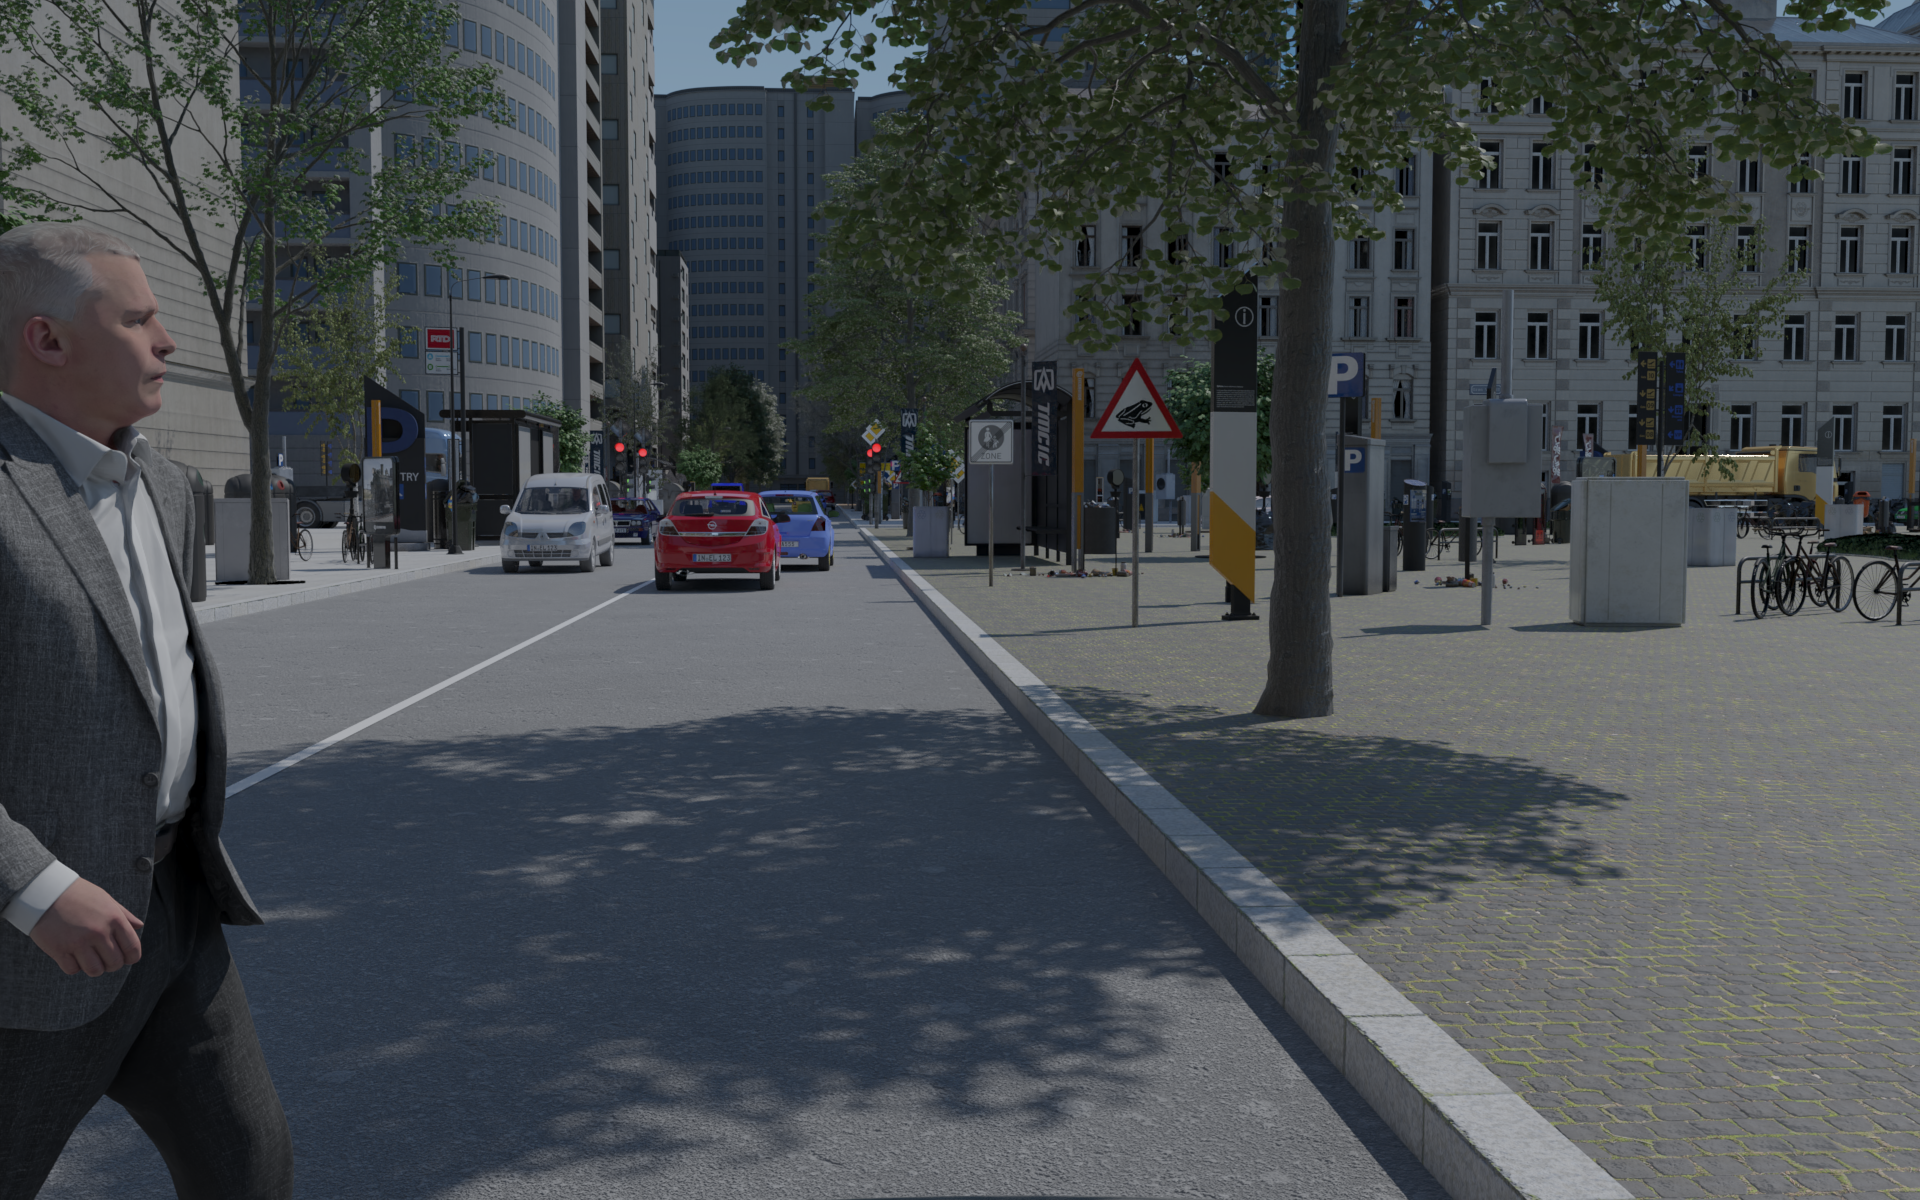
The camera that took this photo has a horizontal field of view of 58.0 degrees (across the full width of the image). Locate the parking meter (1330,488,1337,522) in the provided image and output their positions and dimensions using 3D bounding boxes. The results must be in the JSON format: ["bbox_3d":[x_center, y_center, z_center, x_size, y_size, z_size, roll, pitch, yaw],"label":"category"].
[{"bbox_3d":[13.111,-3.190,60.574,0.372,1.533,0.369,0,3,0],"label":"parking meter"}]

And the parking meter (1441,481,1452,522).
[{"bbox_3d":[21.450,-4.323,76.389,0.255,1.863,0.399,-2,4,-27],"label":"parking meter"}]

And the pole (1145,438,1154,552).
[{"bbox_3d":[4.162,-2.704,38.046,0.158,3.312,0.155,0,3,0],"label":"pole"}]

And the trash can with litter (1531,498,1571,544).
[{"bbox_3d":[15.378,-2.045,44.819,1.055,1.170,0.624,0,4,-5],"label":"trash can with litter"}]

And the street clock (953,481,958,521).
[{"bbox_3d":[-0.348,-4.787,82.837,0.471,2.002,0.358,-3,4,-37],"label":"street clock"}]

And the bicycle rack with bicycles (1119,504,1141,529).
[{"bbox_3d":[5.162,-3.069,63.556,2.925,0.926,2.852,-3,5,-45],"label":"bicycle rack with bicycles"}]

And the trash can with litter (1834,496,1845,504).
[{"bbox_3d":[64.221,-6.925,124.284,2.233,1.210,1.678,-1,4,-17],"label":"trash can with litter"}]

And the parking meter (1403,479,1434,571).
[{"bbox_3d":[7.608,-1.258,28.980,0.372,1.533,0.369,0,3,0],"label":"parking meter"}]

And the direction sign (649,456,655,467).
[{"bbox_3d":[-18.581,-6.874,104.379,0.379,3.537,0.876,-2,4,-34],"label":"direction sign"}]

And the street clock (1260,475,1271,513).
[{"bbox_3d":[8.159,-2.562,46.462,0.358,2.002,0.471,3,5,42],"label":"street clock"}]

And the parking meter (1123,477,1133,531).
[{"bbox_3d":[5.930,-3.356,60.584,0.399,1.863,0.255,-1,4,-22],"label":"parking meter"}]

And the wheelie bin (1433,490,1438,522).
[{"bbox_3d":[20.335,-4.120,75.263,0.693,1.594,0.980,-2,4,-26],"label":"wheelie bin"}]

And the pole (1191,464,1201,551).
[{"bbox_3d":[5.277,-2.744,38.707,0.158,3.312,0.155,0,3,0],"label":"pole"}]

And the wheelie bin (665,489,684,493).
[{"bbox_3d":[-15.000,-4.986,89.427,0.980,1.594,0.693,-3,5,-43],"label":"wheelie bin"}]

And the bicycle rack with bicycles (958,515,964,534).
[{"bbox_3d":[1.555,-2.547,55.029,2.852,0.926,2.925,-2,4,-24],"label":"bicycle rack with bicycles"}]

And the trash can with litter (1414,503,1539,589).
[{"bbox_3d":[7.295,-0.821,24.480,1.678,1.210,2.233,1,4,17],"label":"trash can with litter"}]

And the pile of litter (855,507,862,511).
[{"bbox_3d":[-7.397,-7.285,133.078,1.176,0.858,1.719,-2,4,-27],"label":"pile of litter"}]

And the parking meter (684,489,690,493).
[{"bbox_3d":[-15.717,-5.758,99.854,0.255,1.863,0.399,1,4,12],"label":"parking meter"}]

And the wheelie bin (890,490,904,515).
[{"bbox_3d":[-3.817,-5.879,104.036,0.980,1.594,0.693,3,5,42],"label":"wheelie bin"}]

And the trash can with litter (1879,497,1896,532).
[{"bbox_3d":[26.941,-2.395,50.215,1.678,1.210,2.233,2,4,33],"label":"trash can with litter"}]

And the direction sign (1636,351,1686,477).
[{"bbox_3d":[11.177,-2.183,27.682,0.876,3.537,0.379,-1,4,-17],"label":"direction sign"}]

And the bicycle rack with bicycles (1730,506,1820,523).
[{"bbox_3d":[22.980,-2.213,49.561,2.925,0.926,2.852,-1,4,-20],"label":"bicycle rack with bicycles"}]

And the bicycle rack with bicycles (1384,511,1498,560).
[{"bbox_3d":[9.261,-1.305,34.718,2.925,0.926,2.852,-2,4,-34],"label":"bicycle rack with bicycles"}]

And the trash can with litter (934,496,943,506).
[{"bbox_3d":[-0.978,-5.000,93.137,0.624,1.170,1.055,-1,4,-23],"label":"trash can with litter"}]

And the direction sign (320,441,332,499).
[{"bbox_3d":[-27.120,-5.027,74.194,0.379,3.537,0.876,1,4,10],"label":"direction sign"}]

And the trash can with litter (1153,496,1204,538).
[{"bbox_3d":[6.429,-2.477,51.562,1.678,1.210,2.233,1,4,17],"label":"trash can with litter"}]

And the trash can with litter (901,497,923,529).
[{"bbox_3d":[-1.614,-3.159,63.044,1.055,1.170,0.624,0,4,-1],"label":"trash can with litter"}]

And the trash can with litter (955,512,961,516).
[{"bbox_3d":[-1.003,-5.540,101.635,2.233,1.210,1.678,0,4,2],"label":"trash can with litter"}]

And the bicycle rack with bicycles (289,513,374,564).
[{"bbox_3d":[-11.860,-1.178,32.650,2.852,0.926,2.925,0,4,-4],"label":"bicycle rack with bicycles"}]

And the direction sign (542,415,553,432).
[{"bbox_3d":[-11.897,-3.532,49.744,0.379,3.537,0.876,1,4,13],"label":"direction sign"}]

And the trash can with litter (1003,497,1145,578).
[{"bbox_3d":[1.803,-0.986,27.173,2.233,1.210,1.678,0,4,3],"label":"trash can with litter"}]

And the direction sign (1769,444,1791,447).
[{"bbox_3d":[37.122,-5.304,78.721,0.876,3.537,0.379,-1,4,-12],"label":"direction sign"}]

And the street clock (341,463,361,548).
[{"bbox_3d":[-14.323,-2.215,40.783,0.358,2.002,0.471,1,4,18],"label":"street clock"}]

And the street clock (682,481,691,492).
[{"bbox_3d":[-14.718,-5.428,93.324,0.358,2.002,0.471,2,4,30],"label":"street clock"}]

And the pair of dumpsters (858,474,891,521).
[{"bbox_3d":[-4.185,-5.048,85.034,1.574,2.255,4.437,0,4,-4],"label":"pair of dumpsters"}]

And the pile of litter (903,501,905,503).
[{"bbox_3d":[-4.005,-7.093,129.927,1.176,0.858,1.719,-1,4,-21],"label":"pile of litter"}]

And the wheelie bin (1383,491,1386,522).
[{"bbox_3d":[17.743,-4.042,73.988,0.693,1.594,0.980,-3,5,-42],"label":"wheelie bin"}]

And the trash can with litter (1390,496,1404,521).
[{"bbox_3d":[20.592,-4.233,80.602,1.055,1.170,0.624,0,4,5],"label":"trash can with litter"}]

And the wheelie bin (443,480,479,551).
[{"bbox_3d":[-11.326,-1.925,39.378,0.693,1.594,0.980,0,4,-4],"label":"wheelie bin"}]

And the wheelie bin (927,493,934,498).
[{"bbox_3d":[-2.164,-7.463,129.925,0.693,1.594,0.980,1,4,20],"label":"wheelie bin"}]

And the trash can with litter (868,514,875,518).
[{"bbox_3d":[-4.780,-5.022,93.494,0.624,1.170,1.055,-1,4,-19],"label":"trash can with litter"}]

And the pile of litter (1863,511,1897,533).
[{"bbox_3d":[27.720,-2.362,52.589,1.719,0.858,1.176,-2,4,-23],"label":"pile of litter"}]

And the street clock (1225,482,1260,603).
[{"bbox_3d":[3.248,-0.973,20.487,0.471,2.002,0.358,0,4,2],"label":"street clock"}]

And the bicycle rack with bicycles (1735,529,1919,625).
[{"bbox_3d":[9.303,-0.293,18.178,2.925,0.926,2.852,-2,4,-29],"label":"bicycle rack with bicycles"}]

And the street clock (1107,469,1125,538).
[{"bbox_3d":[4.502,-2.785,50.112,0.471,2.002,0.358,-2,4,-31],"label":"street clock"}]

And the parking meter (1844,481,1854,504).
[{"bbox_3d":[41.124,-4.554,80.166,0.255,1.863,0.399,0,4,-2],"label":"parking meter"}]

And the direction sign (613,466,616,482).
[{"bbox_3d":[-28.296,-9.168,141.886,0.379,3.537,0.876,-2,4,-27],"label":"direction sign"}]
